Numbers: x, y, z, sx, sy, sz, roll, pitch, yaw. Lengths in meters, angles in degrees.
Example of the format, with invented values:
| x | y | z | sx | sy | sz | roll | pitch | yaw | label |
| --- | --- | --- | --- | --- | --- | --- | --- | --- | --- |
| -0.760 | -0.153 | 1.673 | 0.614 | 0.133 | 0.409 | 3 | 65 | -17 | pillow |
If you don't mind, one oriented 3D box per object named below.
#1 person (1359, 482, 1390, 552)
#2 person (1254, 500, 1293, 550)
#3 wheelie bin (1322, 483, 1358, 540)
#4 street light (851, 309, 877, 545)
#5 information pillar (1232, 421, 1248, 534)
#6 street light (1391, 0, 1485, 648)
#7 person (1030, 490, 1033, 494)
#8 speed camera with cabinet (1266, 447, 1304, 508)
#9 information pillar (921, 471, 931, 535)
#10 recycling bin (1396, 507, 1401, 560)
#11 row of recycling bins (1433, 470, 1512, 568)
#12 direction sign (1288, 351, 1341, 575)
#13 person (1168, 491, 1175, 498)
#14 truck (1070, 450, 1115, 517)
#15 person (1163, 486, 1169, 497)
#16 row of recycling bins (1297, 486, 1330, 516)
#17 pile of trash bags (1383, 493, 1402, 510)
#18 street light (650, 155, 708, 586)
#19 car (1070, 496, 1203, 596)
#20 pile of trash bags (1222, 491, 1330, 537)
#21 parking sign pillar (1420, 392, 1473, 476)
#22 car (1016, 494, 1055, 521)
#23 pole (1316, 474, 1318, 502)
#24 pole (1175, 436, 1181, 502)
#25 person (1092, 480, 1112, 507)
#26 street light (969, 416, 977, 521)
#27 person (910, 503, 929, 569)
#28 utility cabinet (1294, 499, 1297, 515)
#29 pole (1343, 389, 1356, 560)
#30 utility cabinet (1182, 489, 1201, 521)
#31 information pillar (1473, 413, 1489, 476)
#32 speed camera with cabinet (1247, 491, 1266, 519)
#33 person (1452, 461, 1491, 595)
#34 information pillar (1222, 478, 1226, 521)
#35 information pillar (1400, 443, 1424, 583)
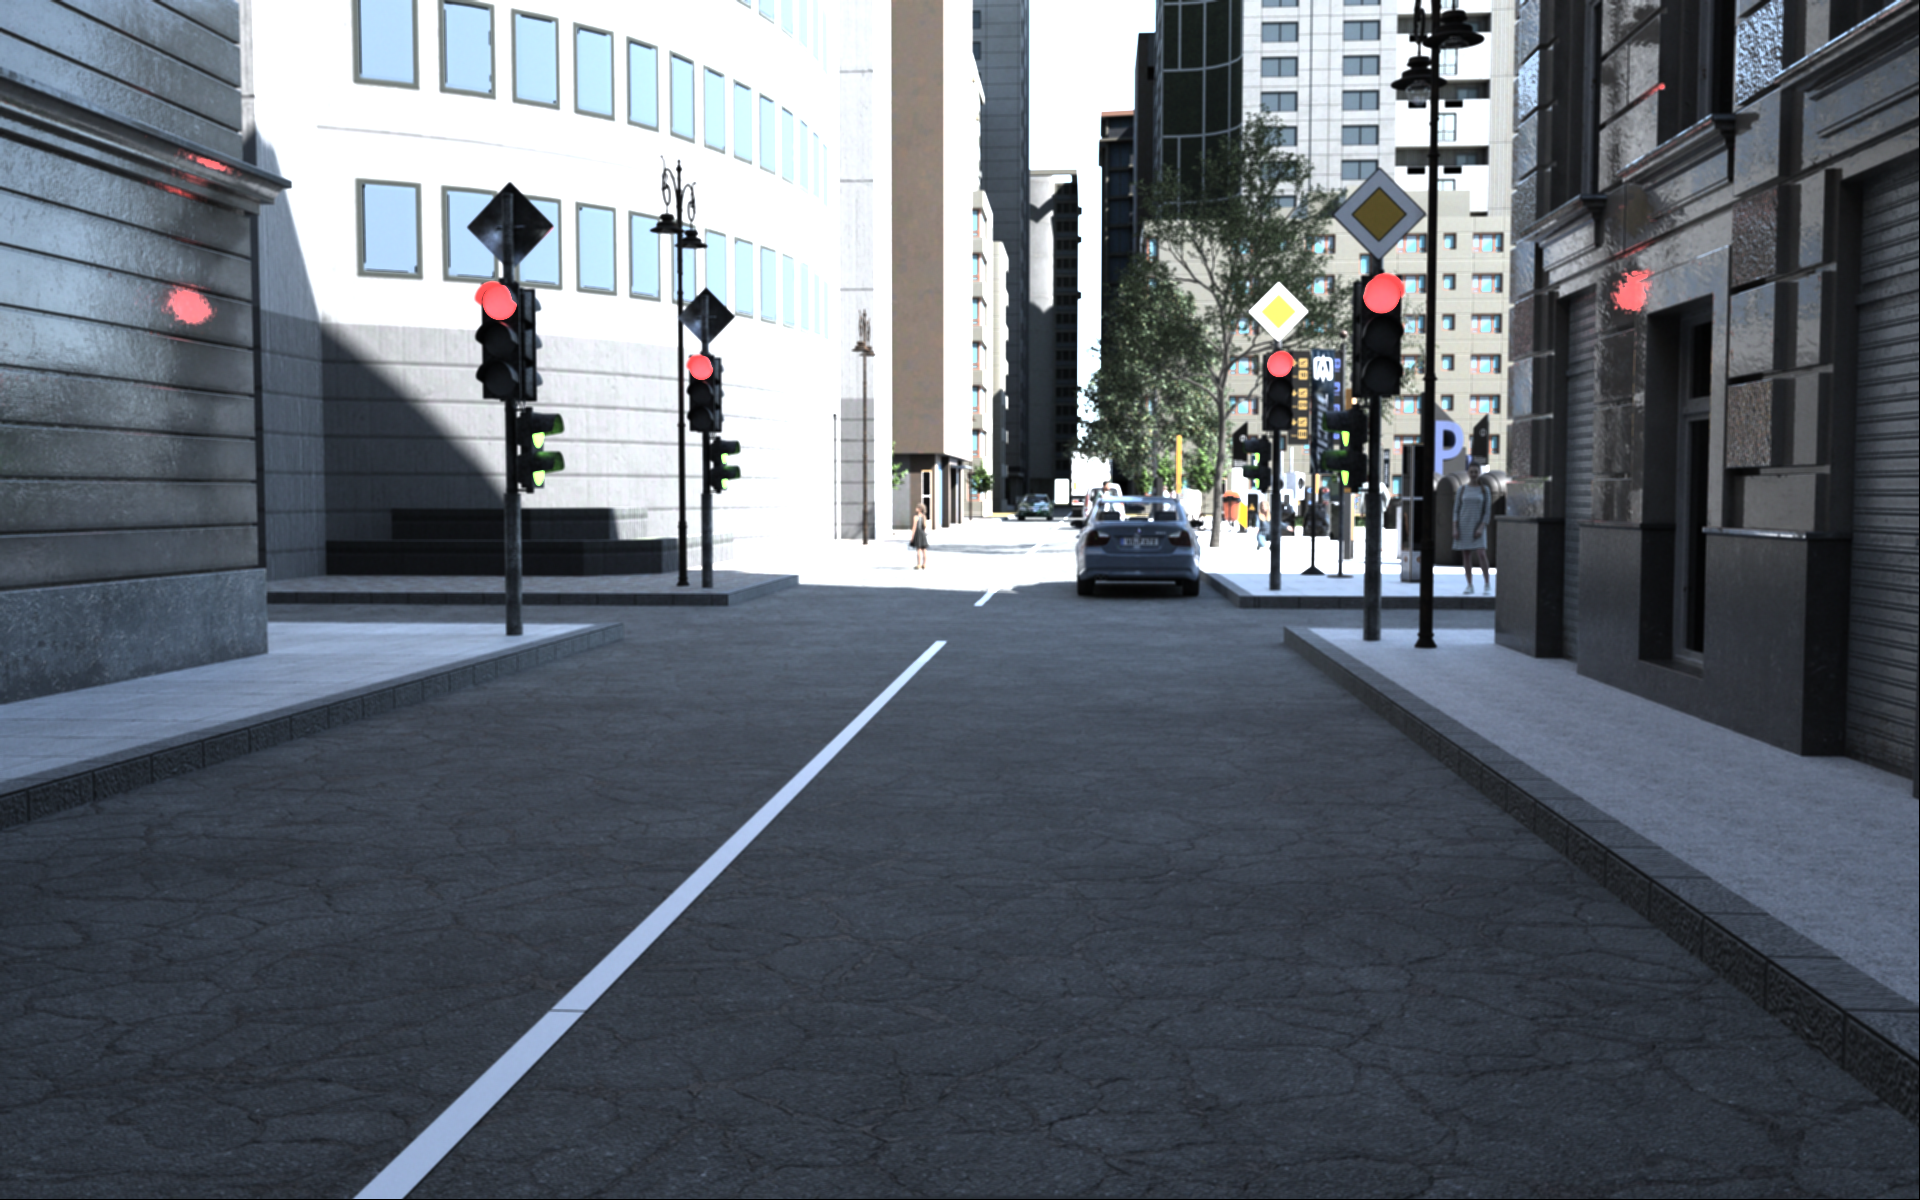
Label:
| x | y | z | sx | sy | sz | roll | pitch | yaw | label |
| --- | --- | --- | --- | --- | --- | --- | --- | --- | --- |
| 9.176 | -1.972 | 38.380 | 0.635 | 1.810 | 0.391 | 0 | 4 | -3 | person |
| 7.061 | -1.700 | 39.334 | 1.012 | 1.151 | 0.738 | -1 | 4 | -8 | person |
| 10.548 | -2.459 | 48.110 | 0.980 | 1.594 | 0.693 | 0 | 4 | 6 | wheelie bin |
| -2.384 | -4.322 | 43.459 | 0.468 | 5.910 | 1.993 | 0 | 4 | 4 | street light |
| 9.022 | -3.940 | 55.772 | 0.504 | 3.616 | 0.183 | 0 | 4 | -6 | information pillar |
| 3.901 | -2.541 | 14.331 | 0.468 | 5.910 | 1.993 | 0 | 4 | 4 | street light |
| 7.230 | -10.095 | 171.917 | 0.721 | 1.723 | 1.217 | 0 | 4 | 6 | person |
| 13.777 | -4.805 | 72.903 | 0.660 | 3.252 | 2.038 | 3 | 4 | 38 | speed camera with cabinet |
| -1.056 | -3.034 | 54.099 | 0.304 | 2.012 | 0.304 | 0 | 4 | -6 | information pillar |
| 9.032 | -1.304 | 33.870 | 0.722 | 1.027 | 0.722 | -2 | 4 | -33 | recycling bin |
| 9.253 | -1.446 | 30.760 | 1.069 | 1.692 | 3.534 | -2 | 4 | -27 | row of recycling bins |
| 5.623 | -2.171 | 27.498 | 0.876 | 3.537 | 0.379 | -1 | 4 | -9 | direction sign |
| 12.715 | -5.961 | 104.178 | 0.551 | 1.740 | 0.621 | 2 | 4 | 35 | person |
| 8.334 | -7.356 | 109.191 | 2.839 | 4.237 | 11.283 | 0 | 4 | 5 | truck |
| 7.872 | -3.588 | 66.524 | 0.330 | 1.601 | 0.589 | 2 | 4 | 26 | person |
| 19.296 | -5.305 | 93.842 | 3.534 | 1.692 | 1.069 | 0 | 4 | -8 | row of recycling bins |
| 22.912 | -4.816 | 88.497 | 1.912 | 1.369 | 3.447 | -3 | 5 | -44 | pile of trash bags |
| -3.879 | -3.137 | 24.081 | 0.468 | 5.910 | 1.993 | 0 | 4 | 4 | street light |
| 2.631 | -0.842 | 25.766 | 2.014 | 1.417 | 4.499 | 0 | 4 | 5 | car |
| 9.654 | -2.628 | 52.728 | 3.447 | 1.369 | 1.912 | 1 | 4 | 21 | pile of trash bags |
| 12.865 | -3.527 | 46.136 | 1.447 | 3.967 | 1.447 | -2 | 4 | -31 | parking sign pillar |
| 4.171 | -5.114 | 95.414 | 2.131 | 1.459 | 4.920 | 0 | 4 | 5 | car |
| 15.572 | -5.012 | 75.795 | 0.158 | 3.312 | 0.155 | 0 | 3 | 0 | pole |
| 7.606 | -4.070 | 60.384 | 0.158 | 3.312 | 0.155 | 0 | 3 | 0 | pole |
| 4.209 | -2.525 | 49.769 | 0.794 | 1.824 | 0.713 | -1 | 4 | -16 | person |
| 0.510 | -6.721 | 82.683 | 0.468 | 5.910 | 1.993 | 0 | 4 | 4 | street light |
| -0.790 | -1.215 | 33.031 | 0.362 | 1.253 | 0.373 | -3 | 5 | -42 | person |
| 16.163 | -4.528 | 85.187 | 0.306 | 1.237 | 1.020 | 3 | 5 | 44 | utility cabinet |
| 7.563 | -2.432 | 33.601 | 0.158 | 3.312 | 0.155 | 0 | 3 | 0 | pole |
| 9.628 | -3.869 | 71.938 | 0.318 | 1.500 | 1.173 | 2 | 4 | 32 | utility cabinet |
| 15.150 | -3.610 | 50.379 | 0.183 | 3.616 | 0.504 | -3 | 5 | -40 | information pillar |
| 14.118 | -5.240 | 80.005 | 2.038 | 3.252 | 0.660 | 2 | 4 | 29 | speed camera with cabinet |
| 6.605 | -0.932 | 22.290 | 0.512 | 1.701 | 0.522 | 1 | 4 | 23 | person |
| 12.288 | -4.699 | 81.320 | 0.304 | 2.012 | 0.304 | -2 | 4 | -25 | information pillar |
| 6.610 | -1.263 | 25.136 | 0.304 | 2.012 | 0.304 | -1 | 4 | -15 | information pillar |
